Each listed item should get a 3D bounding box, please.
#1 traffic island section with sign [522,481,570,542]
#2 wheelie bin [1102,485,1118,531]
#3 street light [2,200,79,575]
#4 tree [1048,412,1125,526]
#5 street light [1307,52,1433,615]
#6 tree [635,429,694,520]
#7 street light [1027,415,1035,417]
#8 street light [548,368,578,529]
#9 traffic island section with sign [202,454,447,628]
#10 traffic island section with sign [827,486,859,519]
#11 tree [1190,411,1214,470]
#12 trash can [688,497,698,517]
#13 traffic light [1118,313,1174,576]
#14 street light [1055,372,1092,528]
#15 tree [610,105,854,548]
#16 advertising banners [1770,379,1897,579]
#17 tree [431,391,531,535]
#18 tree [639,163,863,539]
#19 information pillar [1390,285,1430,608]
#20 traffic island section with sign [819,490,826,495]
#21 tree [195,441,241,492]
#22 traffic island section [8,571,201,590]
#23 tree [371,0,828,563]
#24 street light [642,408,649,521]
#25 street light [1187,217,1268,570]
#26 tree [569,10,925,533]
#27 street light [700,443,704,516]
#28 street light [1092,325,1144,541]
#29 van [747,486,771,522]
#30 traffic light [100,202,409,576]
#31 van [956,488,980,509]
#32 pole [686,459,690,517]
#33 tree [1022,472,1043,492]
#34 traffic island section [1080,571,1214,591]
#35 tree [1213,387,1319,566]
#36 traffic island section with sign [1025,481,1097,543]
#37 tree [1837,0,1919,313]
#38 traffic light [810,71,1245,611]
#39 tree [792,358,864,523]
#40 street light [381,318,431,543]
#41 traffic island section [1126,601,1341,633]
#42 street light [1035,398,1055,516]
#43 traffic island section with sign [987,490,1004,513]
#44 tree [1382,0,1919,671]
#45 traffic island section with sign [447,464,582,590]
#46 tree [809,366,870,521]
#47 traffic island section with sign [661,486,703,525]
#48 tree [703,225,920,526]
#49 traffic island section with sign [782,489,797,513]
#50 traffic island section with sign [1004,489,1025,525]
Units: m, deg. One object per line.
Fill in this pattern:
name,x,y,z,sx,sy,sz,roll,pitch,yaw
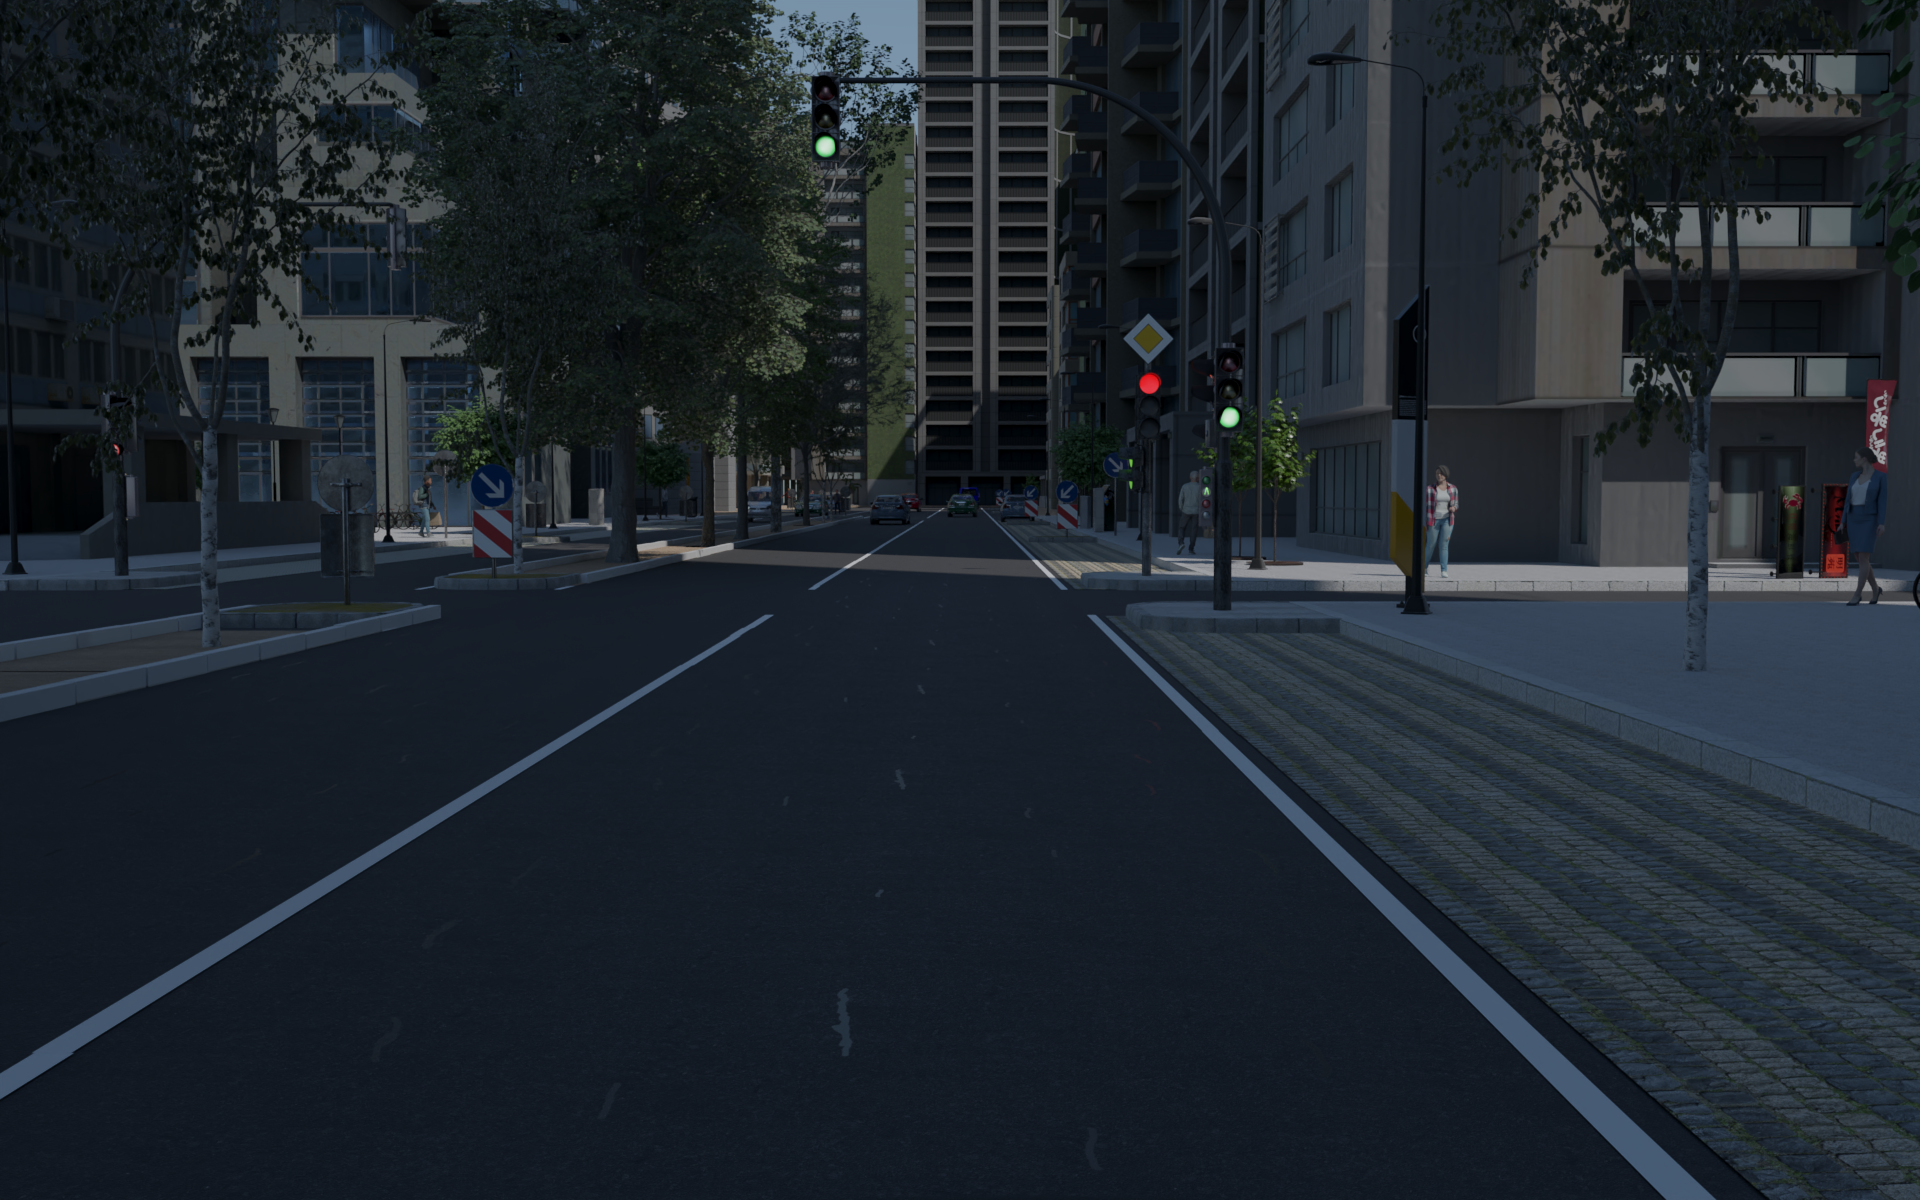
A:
traffic island section with sign,-12.773,-2.642,51.830,1.989,1.847,2.006,0,4,0
wheelie bin,5.059,-3.181,59.912,0.693,1.594,0.980,-1,4,-15
street light,-14.565,-3.362,27.503,1.470,5.913,1.316,0,4,0
tree,5.113,-5.233,69.268,4.285,4.588,4.351,0,3,0
street light,4.352,-2.804,18.387,1.470,5.913,1.316,0,4,0
tree,-15.089,-6.314,86.946,4.285,4.588,4.351,0,3,0
street light,4.652,-7.929,102.187,1.470,5.913,1.316,0,4,0
street light,-14.509,-5.588,63.897,1.470,5.913,1.316,0,4,0
traffic island section with sign,-7.110,-0.692,19.453,2.006,1.907,1.989,0,4,0
traffic island section with sign,-6.787,-5.741,101.998,2.006,1.907,1.989,0,4,0
tree,5.598,-2.398,33.808,1.663,3.219,1.824,0,3,0
trash can,-14.720,-5.099,95.024,0.748,1.137,0.748,0,3,0
traffic light,2.906,-2.332,27.047,0.839,4.253,0.868,0,4,0
street light,4.493,-5.703,65.793,1.470,5.913,1.316,0,4,0
tree,-6.625,-7.196,45.864,9.928,11.665,9.643,0,3,0
advertising banners,13.252,-1.838,26.244,2.074,3.025,0.090,-1,4,-12
tree,-15.163,-4.381,55.343,4.285,4.588,4.351,0,3,0
tree,-6.970,-8.198,54.627,7.486,12.596,7.792,0,3,0
information pillar,5.047,-1.716,19.409,0.504,3.616,0.183,-2,4,-31
traffic island section with sign,-12.365,-9.010,155.945,1.989,1.847,2.006,0,4,0
tree,-23.858,-3.669,54.596,1.663,3.219,1.824,0,3,0
traffic island section,-13.196,-0.303,27.228,2.009,0.180,2.903,0,4,0
tree,-7.051,-7.750,35.821,9.857,13.997,8.962,0,3,0
street light,-14.396,-6.701,82.094,1.470,5.913,1.316,0,4,0
street light,4.515,-3.469,29.255,1.470,5.913,1.316,0,4,0
tree,-8.035,-12.611,64.529,12.611,20.169,13.585,0,3,0
street light,-14.468,-7.841,100.746,1.470,5.913,1.316,0,4,0
street light,4.485,-4.590,47.596,1.470,5.913,1.316,0,4,0
van,-10.208,-5.019,89.067,2.013,2.044,4.112,0,4,-1
traffic light,-11.063,-3.208,27.120,4.771,5.953,1.251,0,4,0
van,0.810,-9.885,166.004,2.240,2.365,5.245,0,4,-1
pole,-15.173,-6.286,96.621,0.158,3.312,0.155,0,3,0
tree,5.636,-8.871,139.641,1.663,3.219,1.824,0,3,0
traffic island section,2.946,-0.298,27.161,2.009,0.180,2.903,0,4,0
tree,5.823,-2.250,31.394,1.663,3.219,1.824,0,3,0
traffic island section with sign,3.051,-2.638,51.759,1.989,1.847,2.006,0,4,0
tree,5.196,-1.376,6.216,4.285,4.588,4.351,0,3,0
traffic light,0.782,-2.707,18.929,4.771,5.953,1.251,0,4,0
tree,-6.784,-8.141,85.921,4.360,8.622,3.978,0,3,0
street light,-14.603,-4.475,45.701,1.470,5.913,1.316,0,4,0
traffic island section,2.914,0.190,19.176,2.009,0.180,2.903,0,4,0
street light,4.518,-6.816,83.990,1.470,5.913,1.316,0,4,0
traffic island section with sign,3.457,-9.050,156.602,1.989,1.847,2.006,0,4,0
tree,5.114,-3.795,12.403,4.360,8.622,3.978,0,3,0
traffic island section with sign,-7.071,-1.145,26.860,2.006,1.907,1.989,0,4,0
tree,-6.726,-8.426,90.587,4.737,8.622,4.395,0,3,0
traffic island section with sign,-12.657,-4.359,79.898,1.989,1.847,2.006,0,4,0
tree,-6.853,-10.048,77.114,12.009,13.543,11.850,0,3,0
traffic island section with sign,-12.468,-7.362,128.990,1.989,1.847,2.006,0,4,0
traffic island section with sign,3.153,-4.371,80.097,1.989,1.847,2.006,0,4,0
